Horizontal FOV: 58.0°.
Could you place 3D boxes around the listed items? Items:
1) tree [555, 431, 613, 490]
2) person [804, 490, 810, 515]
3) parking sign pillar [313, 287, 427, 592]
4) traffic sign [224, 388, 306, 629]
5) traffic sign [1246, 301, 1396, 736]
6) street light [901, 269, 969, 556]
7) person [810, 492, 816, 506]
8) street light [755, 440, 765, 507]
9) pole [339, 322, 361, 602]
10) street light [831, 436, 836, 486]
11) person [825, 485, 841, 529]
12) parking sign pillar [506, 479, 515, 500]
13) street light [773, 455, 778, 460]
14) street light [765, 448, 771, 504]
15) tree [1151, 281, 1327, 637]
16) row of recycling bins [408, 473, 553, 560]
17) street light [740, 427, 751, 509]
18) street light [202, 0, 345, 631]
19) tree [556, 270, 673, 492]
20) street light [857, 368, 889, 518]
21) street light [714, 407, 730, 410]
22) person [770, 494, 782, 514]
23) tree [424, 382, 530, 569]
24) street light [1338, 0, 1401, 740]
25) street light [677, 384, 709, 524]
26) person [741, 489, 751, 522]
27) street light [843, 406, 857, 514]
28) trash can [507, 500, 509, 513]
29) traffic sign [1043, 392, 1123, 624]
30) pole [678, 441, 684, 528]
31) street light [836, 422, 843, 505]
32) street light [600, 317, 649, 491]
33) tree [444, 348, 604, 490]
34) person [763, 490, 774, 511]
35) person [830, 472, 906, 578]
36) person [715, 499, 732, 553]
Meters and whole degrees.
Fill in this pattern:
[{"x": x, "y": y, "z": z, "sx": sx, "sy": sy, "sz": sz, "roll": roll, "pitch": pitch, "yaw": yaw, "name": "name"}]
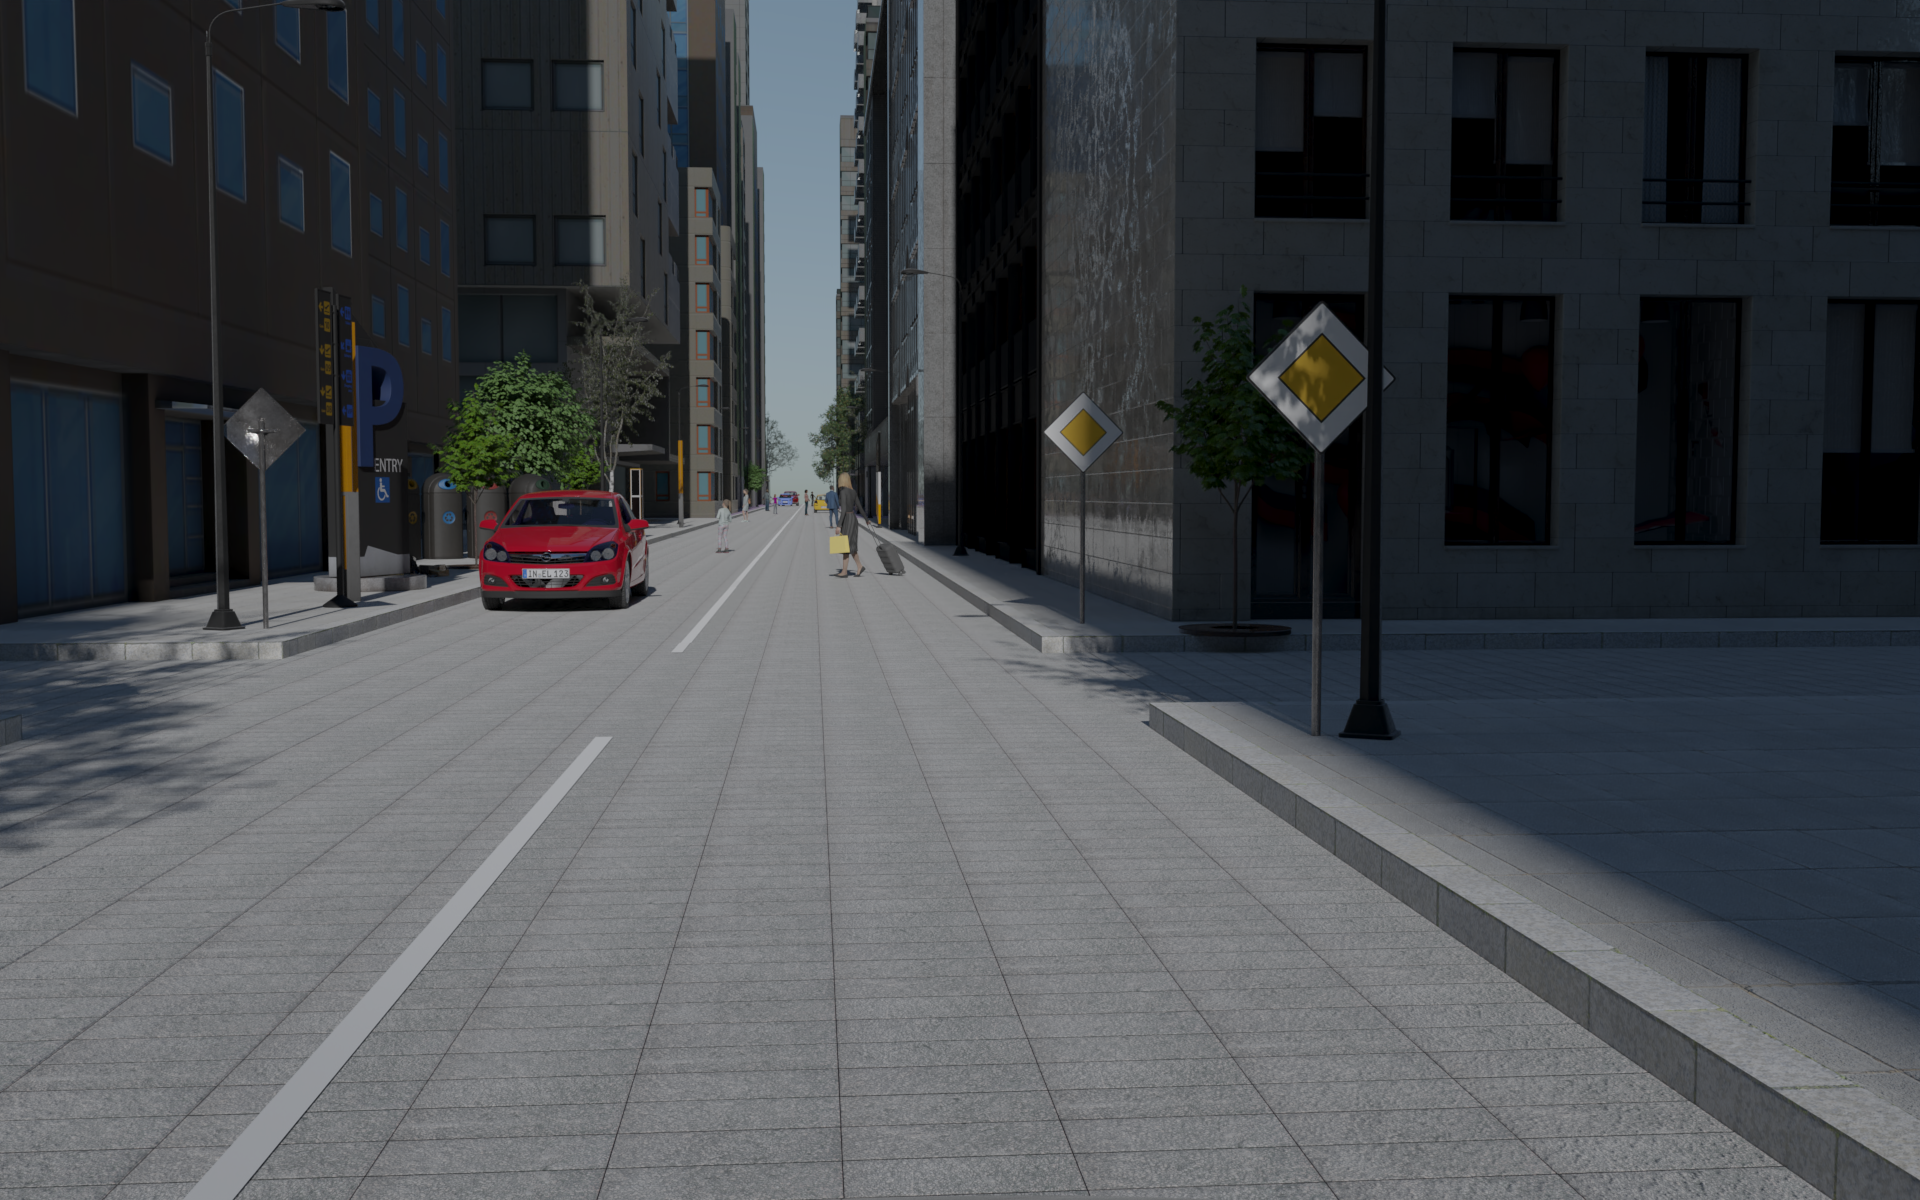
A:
[{"x": -11.420, "y": -3.482, "z": 51.524, "sx": 1.663, "sy": 3.219, "sz": 1.824, "roll": 0, "pitch": 3, "yaw": 0, "name": "tree"}, {"x": -10.242, "y": -6.554, "z": 116.360, "sx": 0.721, "sy": 1.736, "sz": 1.217, "roll": 0, "pitch": 4, "yaw": 7, "name": "person"}, {"x": -7.948, "y": -2.127, "z": 23.249, "sx": 1.447, "sy": 3.967, "sz": 1.447, "roll": 1, "pitch": 4, "yaw": 14, "name": "parking sign pillar"}, {"x": -6.610, "y": -0.783, "z": 16.440, "sx": 0.795, "sy": 2.450, "sz": 0.064, "roll": 0, "pitch": 4, "yaw": -5, "name": "traffic sign"}, {"x": 1.887, "y": -0.335, "z": 9.128, "sx": 0.795, "sy": 2.450, "sz": 0.064, "roll": 0, "pitch": 4, "yaw": -5, "name": "traffic sign"}, {"x": -0.523, "y": -3.874, "z": 35.886, "sx": 1.470, "sy": 5.913, "sz": 1.316, "roll": 0, "pitch": 4, "yaw": -5, "name": "street light"}, {"x": -17.126, "y": -11.775, "z": 201.837, "sx": 0.721, "sy": 1.723, "sz": 1.217, "roll": -3, "pitch": 4, "yaw": -37, "name": "person"}, {"x": -17.650, "y": -10.747, "z": 148.249, "sx": 1.470, "sy": 5.913, "sz": 1.316, "roll": 0, "pitch": 4, "yaw": -5, "name": "street light"}, {"x": -7.276, "y": -1.637, "z": 20.610, "sx": 0.158, "sy": 3.312, "sz": 0.155, "roll": 0, "pitch": 3, "yaw": 0, "name": "pole"}, {"x": -9.478, "y": -10.221, "z": 139.647, "sx": 1.470, "sy": 5.913, "sz": 1.316, "roll": 0, "pitch": 4, "yaw": -5, "name": "street light"}, {"x": -5.261, "y": -3.867, "z": 71.911, "sx": 0.721, "sy": 1.800, "sz": 0.419, "roll": 1, "pitch": 4, "yaw": 18, "name": "person"}, {"x": -15.498, "y": -4.227, "z": 57.584, "sx": 1.447, "sy": 3.967, "sz": 1.447, "roll": 0, "pitch": 4, "yaw": 6, "name": "parking sign pillar"}, {"x": -22.483, "y": -14.124, "z": 203.473, "sx": 1.470, "sy": 5.913, "sz": 1.316, "roll": 0, "pitch": 4, "yaw": -5, "name": "street light"}, {"x": -20.054, "y": -12.431, "z": 175.784, "sx": 1.470, "sy": 5.913, "sz": 1.316, "roll": 0, "pitch": 4, "yaw": -5, "name": "street light"}, {"x": 2.533, "y": -1.296, "z": 15.795, "sx": 1.663, "sy": 3.219, "sz": 1.824, "roll": 0, "pitch": 3, "yaw": 0, "name": "tree"}, {"x": -9.876, "y": -1.674, "z": 34.476, "sx": 3.534, "sy": 1.692, "sz": 1.069, "roll": -2, "pitch": 4, "yaw": -34, "name": "row of recycling bins"}, {"x": -15.376, "y": -9.056, "z": 120.607, "sx": 1.470, "sy": 5.913, "sz": 1.316, "roll": 0, "pitch": 4, "yaw": -5, "name": "street light"}, {"x": -6.436, "y": -2.675, "z": 16.273, "sx": 1.470, "sy": 5.913, "sz": 1.316, "roll": 0, "pitch": 4, "yaw": -5, "name": "street light"}, {"x": -11.606, "y": -6.554, "z": 57.523, "sx": 4.360, "sy": 8.622, "sz": 3.978, "roll": 0, "pitch": 3, "yaw": 0, "name": "tree"}, {"x": -2.974, "y": -5.600, "z": 64.104, "sx": 1.470, "sy": 5.913, "sz": 1.316, "roll": 0, "pitch": 4, "yaw": -5, "name": "street light"}, {"x": -13.015, "y": -7.355, "z": 92.796, "sx": 1.470, "sy": 5.913, "sz": 1.316, "roll": 0, "pitch": 4, "yaw": -5, "name": "street light"}, {"x": -13.137, "y": -6.834, "z": 123.458, "sx": 0.991, "sy": 1.433, "sz": 0.599, "roll": -2, "pitch": 4, "yaw": -34, "name": "person"}, {"x": -8.333, "y": -2.154, "z": 29.813, "sx": 1.663, "sy": 3.219, "sz": 1.824, "roll": 0, "pitch": 3, "yaw": 0, "name": "tree"}, {"x": 1.635, "y": -2.228, "z": 8.972, "sx": 1.470, "sy": 5.913, "sz": 1.316, "roll": 0, "pitch": 4, "yaw": -5, "name": "street light"}, {"x": -11.311, "y": -6.163, "z": 73.303, "sx": 1.470, "sy": 5.913, "sz": 1.316, "roll": 0, "pitch": 4, "yaw": -5, "name": "street light"}, {"x": -11.018, "y": -4.868, "z": 89.102, "sx": 0.522, "sy": 1.701, "sz": 0.512, "roll": -1, "pitch": 4, "yaw": -10, "name": "person"}, {"x": -5.306, "y": -7.290, "z": 91.740, "sx": 1.470, "sy": 5.913, "sz": 1.316, "roll": 0, "pitch": 4, "yaw": -5, "name": "street light"}, {"x": -11.576, "y": -1.934, "z": 43.272, "sx": 0.748, "sy": 1.137, "sz": 0.748, "roll": 0, "pitch": 3, "yaw": 0, "name": "trash can"}, {"x": 1.208, "y": -0.822, "z": 17.084, "sx": 0.795, "sy": 2.450, "sz": 0.064, "roll": 0, "pitch": 4, "yaw": -5, "name": "traffic sign"}, {"x": -10.641, "y": -4.416, "z": 66.043, "sx": 0.158, "sy": 3.312, "sz": 0.155, "roll": 0, "pitch": 3, "yaw": 0, "name": "pole"}, {"x": -7.083, "y": -8.507, "z": 111.631, "sx": 1.470, "sy": 5.913, "sz": 1.316, "roll": 0, "pitch": 4, "yaw": -5, "name": "street light"}, {"x": -8.883, "y": -4.470, "z": 45.624, "sx": 1.470, "sy": 5.913, "sz": 1.316, "roll": 0, "pitch": 4, "yaw": -5, "name": "street light"}, {"x": -9.737, "y": -3.377, "z": 38.923, "sx": 4.285, "sy": 4.588, "sz": 4.351, "roll": 0, "pitch": 3, "yaw": 0, "name": "tree"}, {"x": -16.157, "y": -8.369, "z": 145.420, "sx": 1.350, "sy": 1.814, "sz": 0.705, "roll": 3, "pitch": 5, "yaw": 42, "name": "person"}, {"x": -1.614, "y": -1.295, "z": 29.892, "sx": 1.509, "sy": 1.804, "sz": 0.699, "roll": -2, "pitch": 4, "yaw": -32, "name": "person"}, {"x": -5.754, "y": -1.787, "z": 41.996, "sx": 0.394, "sy": 1.301, "sz": 0.425, "roll": 2, "pitch": 4, "yaw": 35, "name": "person"}]
